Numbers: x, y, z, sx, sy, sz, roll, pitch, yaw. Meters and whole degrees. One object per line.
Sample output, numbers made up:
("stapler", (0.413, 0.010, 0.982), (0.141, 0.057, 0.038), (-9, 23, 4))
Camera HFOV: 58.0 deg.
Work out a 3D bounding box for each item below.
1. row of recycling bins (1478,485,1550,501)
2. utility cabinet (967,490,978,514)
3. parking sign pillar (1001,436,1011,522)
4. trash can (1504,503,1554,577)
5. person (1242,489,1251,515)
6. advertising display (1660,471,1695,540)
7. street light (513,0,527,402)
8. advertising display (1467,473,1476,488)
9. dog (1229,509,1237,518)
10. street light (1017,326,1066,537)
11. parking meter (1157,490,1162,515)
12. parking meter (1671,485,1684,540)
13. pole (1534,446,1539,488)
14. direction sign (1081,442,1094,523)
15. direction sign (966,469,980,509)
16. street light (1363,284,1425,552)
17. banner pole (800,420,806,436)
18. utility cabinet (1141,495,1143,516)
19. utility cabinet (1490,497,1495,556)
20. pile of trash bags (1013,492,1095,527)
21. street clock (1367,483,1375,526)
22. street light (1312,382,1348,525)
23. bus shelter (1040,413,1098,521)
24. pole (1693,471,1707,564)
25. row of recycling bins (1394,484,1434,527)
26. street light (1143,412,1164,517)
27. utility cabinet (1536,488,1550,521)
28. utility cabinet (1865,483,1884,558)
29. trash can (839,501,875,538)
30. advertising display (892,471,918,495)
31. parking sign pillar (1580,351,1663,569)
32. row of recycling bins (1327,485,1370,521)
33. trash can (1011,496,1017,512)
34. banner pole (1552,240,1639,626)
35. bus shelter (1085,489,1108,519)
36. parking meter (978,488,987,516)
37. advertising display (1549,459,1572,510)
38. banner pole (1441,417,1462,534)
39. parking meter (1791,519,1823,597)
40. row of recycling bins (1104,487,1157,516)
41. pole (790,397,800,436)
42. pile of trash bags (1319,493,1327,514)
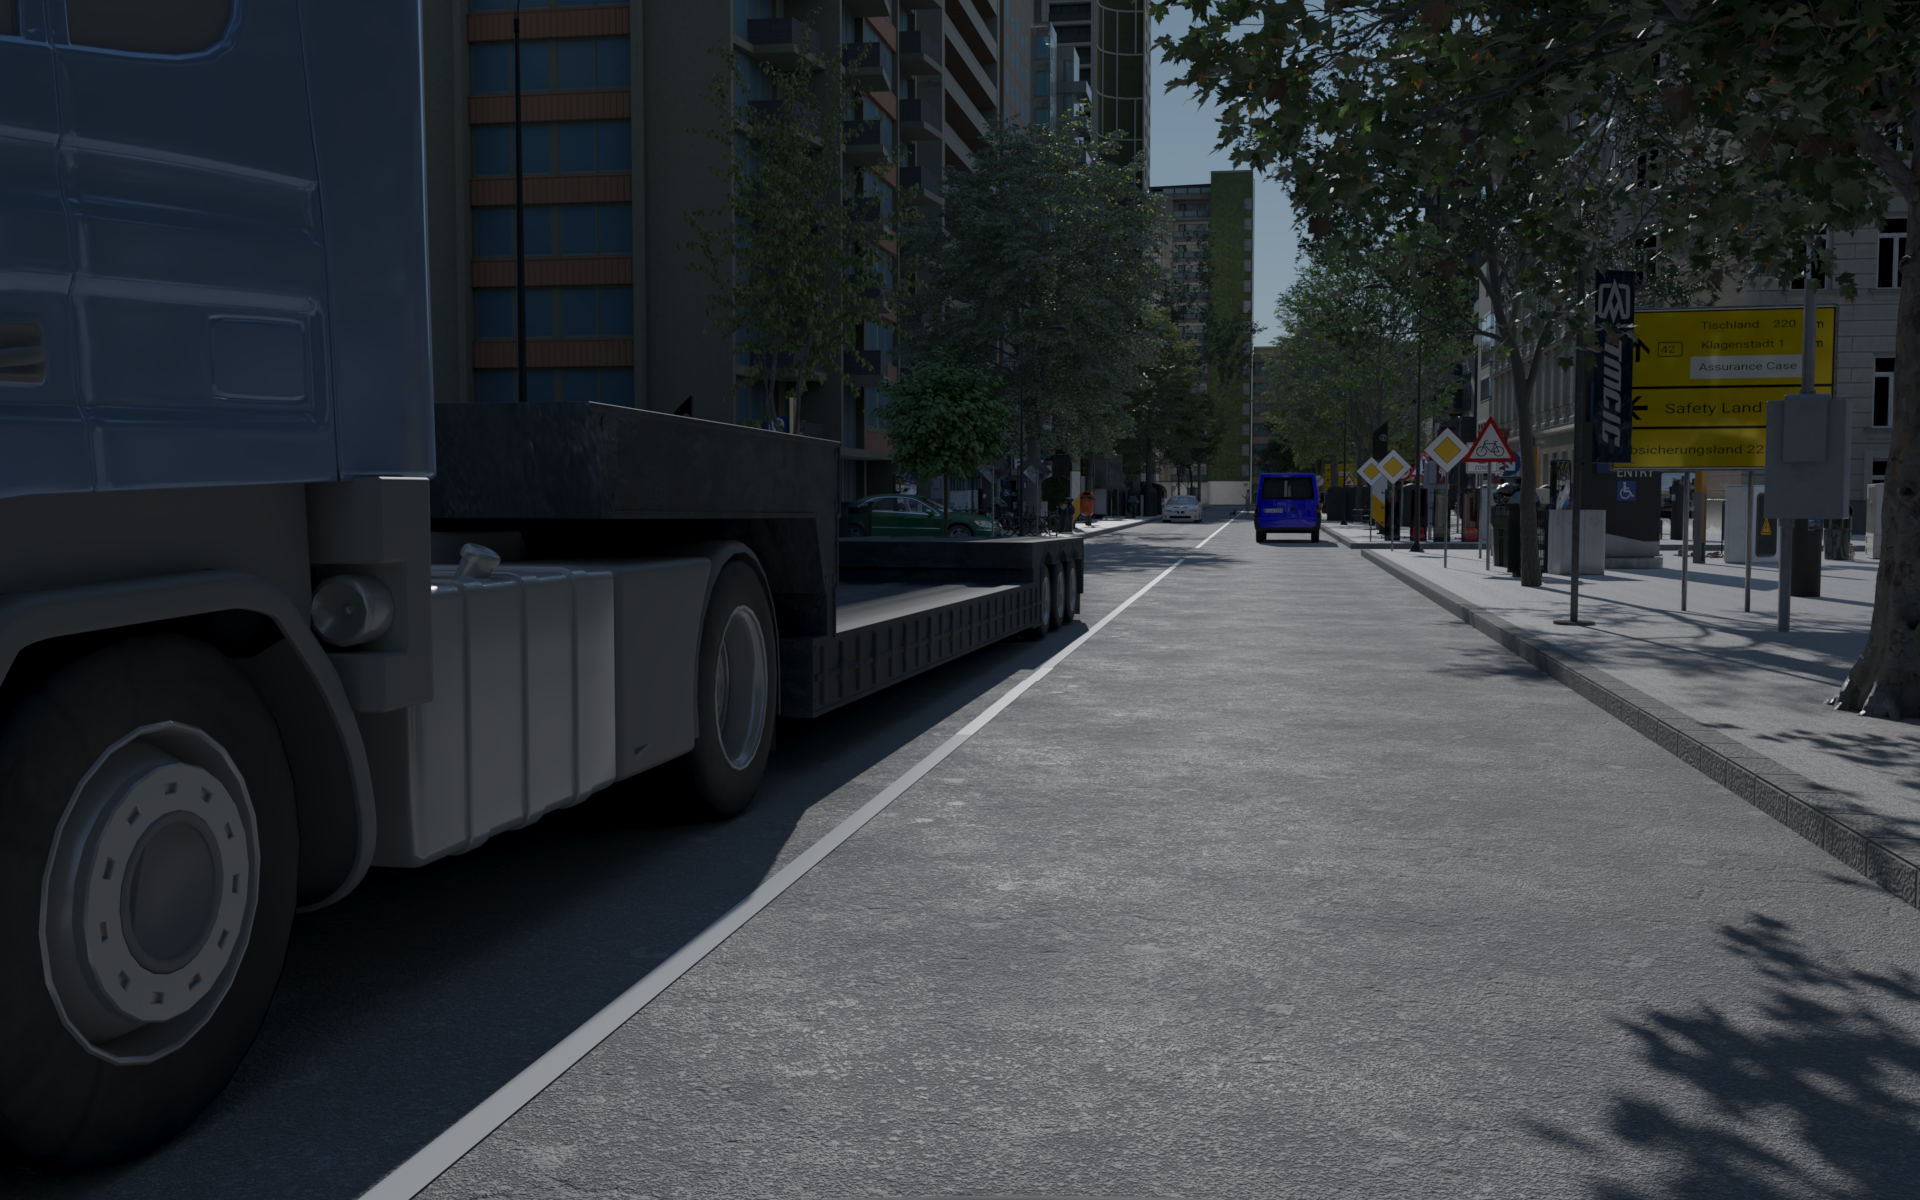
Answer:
("row of recycling bins", (24.505, -4.227, 76.220), (3.534, 1.692, 1.069), (0, 4, 3))
("utility cabinet", (0.639, -5.351, 96.175), (0.318, 1.500, 1.173), (-1, 4, -22))
("parking sign pillar", (2.136, -5.597, 79.977), (1.447, 3.967, 1.447), (0, 4, 0))
("trash can", (8.822, -0.932, 26.898), (0.748, 1.137, 0.748), (0, 3, 0))
("person", (19.446, -6.631, 117.493), (0.524, 1.755, 0.480), (-2, 4, -33))
("advertising display", (20.303, -2.677, 48.977), (0.974, 1.923, 0.123), (2, 4, 29))
("street light", (-3.375, -2.616, 15.319), (1.470, 5.913, 1.316), (1, 4, 10))
("advertising display", (15.274, -2.849, 51.795), (0.123, 1.923, 0.974), (1, 4, 8))
("dog", (16.533, -5.239, 104.952), (0.406, 0.507, 0.540), (1, 4, 19))
("street light", (2.239, -4.614, 47.979), (1.470, 5.913, 1.316), (1, 4, 10))
("parking meter", (12.223, -6.005, 106.584), (0.372, 1.533, 0.369), (0, 3, 0))
("parking meter", (20.071, -2.444, 48.369), (0.372, 1.533, 0.369), (0, 3, 0))
("pole", (24.392, -4.862, 73.336), (0.158, 3.312, 0.155), (0, 3, 0))
("direction sign", (5.560, -5.111, 75.567), (0.379, 3.537, 0.876), (-2, 4, -35))
("direction sign", (0.629, -5.699, 85.177), (0.876, 3.537, 0.379), (-3, 4, -39))
("street light", (9.606, -4.026, 38.361), (1.470, 5.913, 1.316), (1, 4, 10))
("banner pole", (-5.305, -4.181, 58.383), (0.401, 3.779, 0.863), (0, 4, 8))
("utility cabinet", (10.899, -5.615, 102.964), (0.306, 1.237, 1.020), (3, 5, 39))
("utility cabinet", (11.378, -1.531, 36.192), (0.306, 1.237, 1.020), (2, 4, 32))
("pile of trash bags", (3.661, -3.598, 68.586), (3.447, 1.369, 1.912), (1, 4, 15))
("street clock", (16.595, -3.985, 69.722), (0.358, 2.002, 0.471), (3, 5, 40))
("street light", (15.315, -6.047, 71.408), (1.470, 5.913, 1.316), (1, 4, 10))
("bus shelter", (5.034, -6.407, 82.386), (2.179, 5.291, 8.768), (1, 4, 10))
("pole", (13.673, -2.330, 31.946), (0.158, 3.312, 0.155), (0, 3, 0))
("row of recycling bins", (18.448, -3.816, 69.503), (1.069, 1.692, 3.534), (2, 4, 31))
("street light", (11.035, -7.636, 97.390), (1.470, 5.913, 1.316), (1, 4, 10))
("utility cabinet", (21.983, -3.496, 65.836), (1.173, 1.500, 0.318), (-3, 5, -42))
("utility cabinet", (18.243, -1.575, 34.432), (0.318, 1.500, 1.173), (1, 4, 21))
("trash can", (-2.020, -1.355, 33.813), (0.748, 1.137, 0.748), (0, 3, 0))
("advertising display", (-1.535, -2.635, 48.290), (0.123, 1.923, 0.974), (3, 4, 38))
("parking sign pillar", (11.532, -2.552, 30.205), (1.447, 3.967, 1.447), (0, 4, -7))
("row of recycling bins", (19.028, -4.714, 84.188), (1.069, 1.692, 3.534), (3, 5, 43))
("trash can", (3.568, -6.297, 114.606), (0.748, 1.137, 0.748), (0, 3, 0))
("banner pole", (6.268, -1.651, 17.015), (0.863, 3.779, 0.401), (-1, 4, -17))
("bus shelter", (7.196, -5.931, 90.895), (2.014, 3.302, 5.546), (1, 4, 10))
("parking meter", (0.970, -4.122, 75.803), (0.372, 1.533, 0.369), (0, 3, 0))
("advertising display", (11.233, -1.664, 32.424), (0.123, 1.923, 0.974), (2, 4, 35))
("banner pole", (15.954, -4.047, 56.185), (0.863, 3.779, 0.401), (3, 5, 40))
("parking meter", (10.589, -0.812, 21.685), (0.372, 1.533, 0.369), (0, 3, 0))
("row of recycling bins", (9.632, -5.668, 99.789), (3.534, 1.692, 1.069), (1, 4, 18))
("pole", (-3.489, -2.616, 36.617), (0.158, 3.312, 0.155), (0, 3, 0))
("pile of trash bags", (23.885, -6.414, 114.616), (1.912, 1.369, 3.447), (1, 4, 15))
